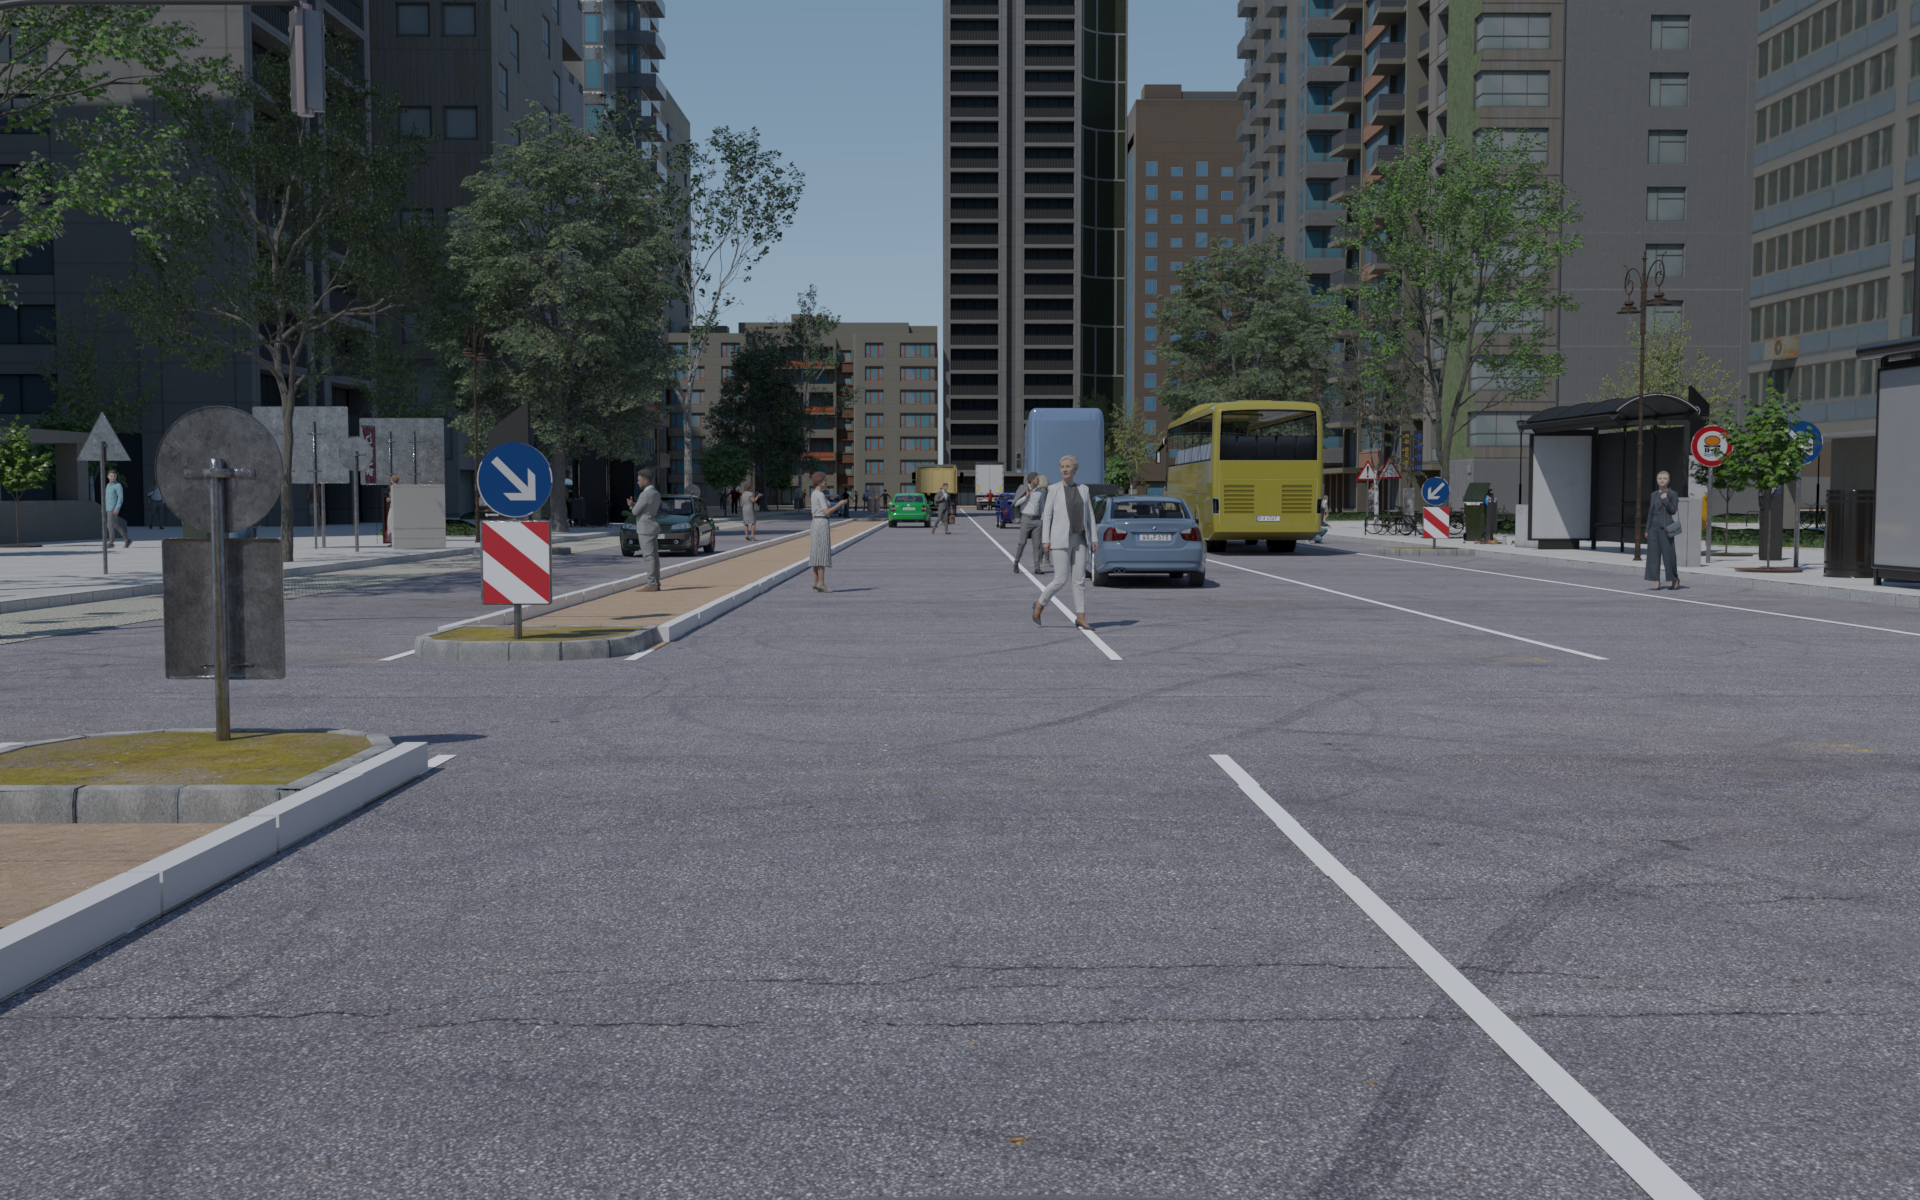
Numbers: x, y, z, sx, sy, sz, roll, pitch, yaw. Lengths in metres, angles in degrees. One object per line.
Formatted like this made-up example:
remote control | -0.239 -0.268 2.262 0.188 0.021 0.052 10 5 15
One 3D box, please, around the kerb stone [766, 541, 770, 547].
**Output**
kerb stone | -5.219 -1.450 45.910 0.120 0.150 1.000 0 4 0

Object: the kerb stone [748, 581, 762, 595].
kerb stone | -2.940 -0.135 24.403 0.120 0.150 1.000 0 4 0

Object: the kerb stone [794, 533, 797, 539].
kerb stone | -5.283 -1.950 54.120 0.120 0.150 1.000 0 4 0

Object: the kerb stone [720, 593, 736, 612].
kerb stone | -2.910 0.053 21.329 0.120 0.150 1.000 0 4 0

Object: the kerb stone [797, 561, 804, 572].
kerb stone | -2.997 -0.574 31.586 0.120 0.150 1.000 0 4 0

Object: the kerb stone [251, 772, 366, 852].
kerb stone | -2.789 0.903 7.432 0.120 0.150 1.000 0 4 0

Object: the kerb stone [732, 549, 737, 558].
kerb stone | -5.153 -1.011 38.723 0.120 0.150 1.000 0 4 0

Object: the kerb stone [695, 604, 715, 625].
kerb stone | -2.886 0.178 19.279 0.120 0.150 1.000 0 4 0

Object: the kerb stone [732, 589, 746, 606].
kerb stone | -2.914 -0.010 22.358 0.120 0.150 1.000 0 4 0

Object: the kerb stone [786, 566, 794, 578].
kerb stone | -2.977 -0.449 29.534 0.120 0.150 1.000 0 4 0

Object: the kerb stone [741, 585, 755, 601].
kerb stone | -2.924 -0.068 23.381 0.120 0.150 1.000 0 4 0

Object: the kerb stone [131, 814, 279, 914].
kerb stone | -2.779 0.968 6.400 0.120 0.150 1.000 0 4 0

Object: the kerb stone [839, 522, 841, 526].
kerb stone | -5.484 -3.333 76.684 0.120 0.150 1.000 0 4 0

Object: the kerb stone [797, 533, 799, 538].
kerb stone | -5.298 -2.015 55.147 0.120 0.150 1.000 0 4 0

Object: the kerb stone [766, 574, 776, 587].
kerb stone | -2.962 -0.261 26.459 0.120 0.150 1.000 0 4 0

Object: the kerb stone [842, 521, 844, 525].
kerb stone | -5.498 -3.458 78.738 0.120 0.150 1.000 0 4 0

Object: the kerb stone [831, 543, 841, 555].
kerb stone | -3.092 -1.264 42.865 0.120 0.150 1.000 0 4 0

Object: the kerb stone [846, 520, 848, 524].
kerb stone | -5.518 -3.640 81.809 0.120 0.150 1.000 0 4 0

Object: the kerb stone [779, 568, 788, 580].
kerb stone | -2.974 -0.386 28.512 0.120 0.150 1.000 0 4 0

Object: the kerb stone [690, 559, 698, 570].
kerb stone | -5.105 -0.635 32.575 0.120 0.150 1.000 0 4 0

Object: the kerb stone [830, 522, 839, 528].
kerb stone | -5.470 -3.270 75.662 0.120 0.150 1.000 0 4 0

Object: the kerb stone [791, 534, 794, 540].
kerb stone | -5.285 -1.890 53.094 0.120 0.150 1.000 0 4 0

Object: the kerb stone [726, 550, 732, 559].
kerb stone | -5.150 -0.945 37.699 0.120 0.150 1.000 0 4 0

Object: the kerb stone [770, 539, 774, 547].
kerb stone | -5.228 -1.513 46.935 0.120 0.150 1.000 0 4 0

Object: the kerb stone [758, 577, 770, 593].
kerb stone | -2.935 -0.195 25.430 0.120 0.150 1.000 0 4 0

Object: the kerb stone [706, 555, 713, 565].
kerb stone | -5.121 -0.761 34.632 0.120 0.150 1.000 0 4 0

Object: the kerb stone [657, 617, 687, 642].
kerb stone | -2.873 0.305 17.216 0.120 0.150 1.000 0 4 0

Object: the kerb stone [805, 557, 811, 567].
kerb stone | -3.020 -0.692 33.630 0.120 0.150 1.000 0 4 0

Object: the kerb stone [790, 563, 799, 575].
kerb stone | -2.987 -0.511 30.558 0.120 0.150 1.000 0 4 0

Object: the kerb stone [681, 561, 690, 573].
kerb stone | -5.094 -0.572 31.548 0.120 0.150 1.000 0 4 0

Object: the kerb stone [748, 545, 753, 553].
kerb stone | -5.184 -1.199 41.798 0.120 0.150 1.000 0 4 0

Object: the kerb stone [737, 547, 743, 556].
kerb stone | -5.162 -1.073 39.746 0.120 0.150 1.000 0 4 0

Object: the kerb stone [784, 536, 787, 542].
kerb stone | -5.266 -1.764 51.035 0.120 0.150 1.000 0 4 0

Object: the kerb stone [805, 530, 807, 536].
kerb stone | -5.327 -2.199 58.232 0.120 0.150 1.000 0 4 0

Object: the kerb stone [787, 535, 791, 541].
kerb stone | -5.269 -1.827 52.061 0.120 0.150 1.000 0 4 0

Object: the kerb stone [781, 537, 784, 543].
kerb stone | -5.252 -1.701 50.013 0.120 0.150 1.000 0 4 0

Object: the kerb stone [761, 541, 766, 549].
kerb stone | -5.201 -1.388 44.883 0.120 0.150 1.000 0 4 0

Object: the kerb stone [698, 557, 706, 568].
kerb stone | -5.115 -0.698 33.608 0.120 0.150 1.000 0 4 0

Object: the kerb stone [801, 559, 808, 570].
kerb stone | -3.005 -0.637 32.608 0.120 0.150 1.000 0 4 0

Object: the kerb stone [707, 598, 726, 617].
kerb stone | -2.902 0.116 20.306 0.120 0.150 1.000 0 4 0

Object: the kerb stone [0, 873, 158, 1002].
kerb stone | -2.768 1.029 5.374 0.120 0.150 1.000 0 4 0

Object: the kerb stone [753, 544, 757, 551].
kerb stone | -5.187 -1.260 42.827 0.120 0.150 1.000 0 4 0

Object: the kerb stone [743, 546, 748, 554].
kerb stone | -5.176 -1.136 40.775 0.120 0.150 1.000 0 4 0

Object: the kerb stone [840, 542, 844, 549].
kerb stone | -3.104 -1.327 43.891 0.120 0.150 1.000 0 4 0

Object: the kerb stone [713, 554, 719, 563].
kerb stone | -5.130 -0.823 35.654 0.120 0.150 1.000 0 4 0

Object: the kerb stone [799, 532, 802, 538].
kerb stone | -5.306 -2.074 56.181 0.120 0.150 1.000 0 4 0

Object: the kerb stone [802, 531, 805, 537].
kerb stone | -5.321 -2.139 57.209 0.120 0.150 1.000 0 4 0

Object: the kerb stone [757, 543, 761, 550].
kerb stone | -5.205 -1.325 43.860 0.120 0.150 1.000 0 4 0

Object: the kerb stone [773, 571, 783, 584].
kerb stone | -2.962 -0.322 27.490 0.120 0.150 1.000 0 4 0

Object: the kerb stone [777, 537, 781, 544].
kerb stone | -5.243 -1.637 48.991 0.120 0.150 1.000 0 4 0

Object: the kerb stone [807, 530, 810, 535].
kerb stone | -5.334 -2.266 59.257 0.120 0.150 1.000 0 4 0

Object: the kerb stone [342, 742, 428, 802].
kerb stone | -2.807 0.840 8.458 0.120 0.150 1.000 0 4 0

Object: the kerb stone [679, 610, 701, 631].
kerb stone | -2.885 0.242 18.238 0.120 0.150 1.000 0 4 0

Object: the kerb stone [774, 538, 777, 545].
kerb stone | -5.235 -1.566 47.963 0.120 0.150 1.000 0 4 0

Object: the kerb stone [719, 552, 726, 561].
kerb stone | -5.138 -0.885 36.676 0.120 0.150 1.000 0 4 0
